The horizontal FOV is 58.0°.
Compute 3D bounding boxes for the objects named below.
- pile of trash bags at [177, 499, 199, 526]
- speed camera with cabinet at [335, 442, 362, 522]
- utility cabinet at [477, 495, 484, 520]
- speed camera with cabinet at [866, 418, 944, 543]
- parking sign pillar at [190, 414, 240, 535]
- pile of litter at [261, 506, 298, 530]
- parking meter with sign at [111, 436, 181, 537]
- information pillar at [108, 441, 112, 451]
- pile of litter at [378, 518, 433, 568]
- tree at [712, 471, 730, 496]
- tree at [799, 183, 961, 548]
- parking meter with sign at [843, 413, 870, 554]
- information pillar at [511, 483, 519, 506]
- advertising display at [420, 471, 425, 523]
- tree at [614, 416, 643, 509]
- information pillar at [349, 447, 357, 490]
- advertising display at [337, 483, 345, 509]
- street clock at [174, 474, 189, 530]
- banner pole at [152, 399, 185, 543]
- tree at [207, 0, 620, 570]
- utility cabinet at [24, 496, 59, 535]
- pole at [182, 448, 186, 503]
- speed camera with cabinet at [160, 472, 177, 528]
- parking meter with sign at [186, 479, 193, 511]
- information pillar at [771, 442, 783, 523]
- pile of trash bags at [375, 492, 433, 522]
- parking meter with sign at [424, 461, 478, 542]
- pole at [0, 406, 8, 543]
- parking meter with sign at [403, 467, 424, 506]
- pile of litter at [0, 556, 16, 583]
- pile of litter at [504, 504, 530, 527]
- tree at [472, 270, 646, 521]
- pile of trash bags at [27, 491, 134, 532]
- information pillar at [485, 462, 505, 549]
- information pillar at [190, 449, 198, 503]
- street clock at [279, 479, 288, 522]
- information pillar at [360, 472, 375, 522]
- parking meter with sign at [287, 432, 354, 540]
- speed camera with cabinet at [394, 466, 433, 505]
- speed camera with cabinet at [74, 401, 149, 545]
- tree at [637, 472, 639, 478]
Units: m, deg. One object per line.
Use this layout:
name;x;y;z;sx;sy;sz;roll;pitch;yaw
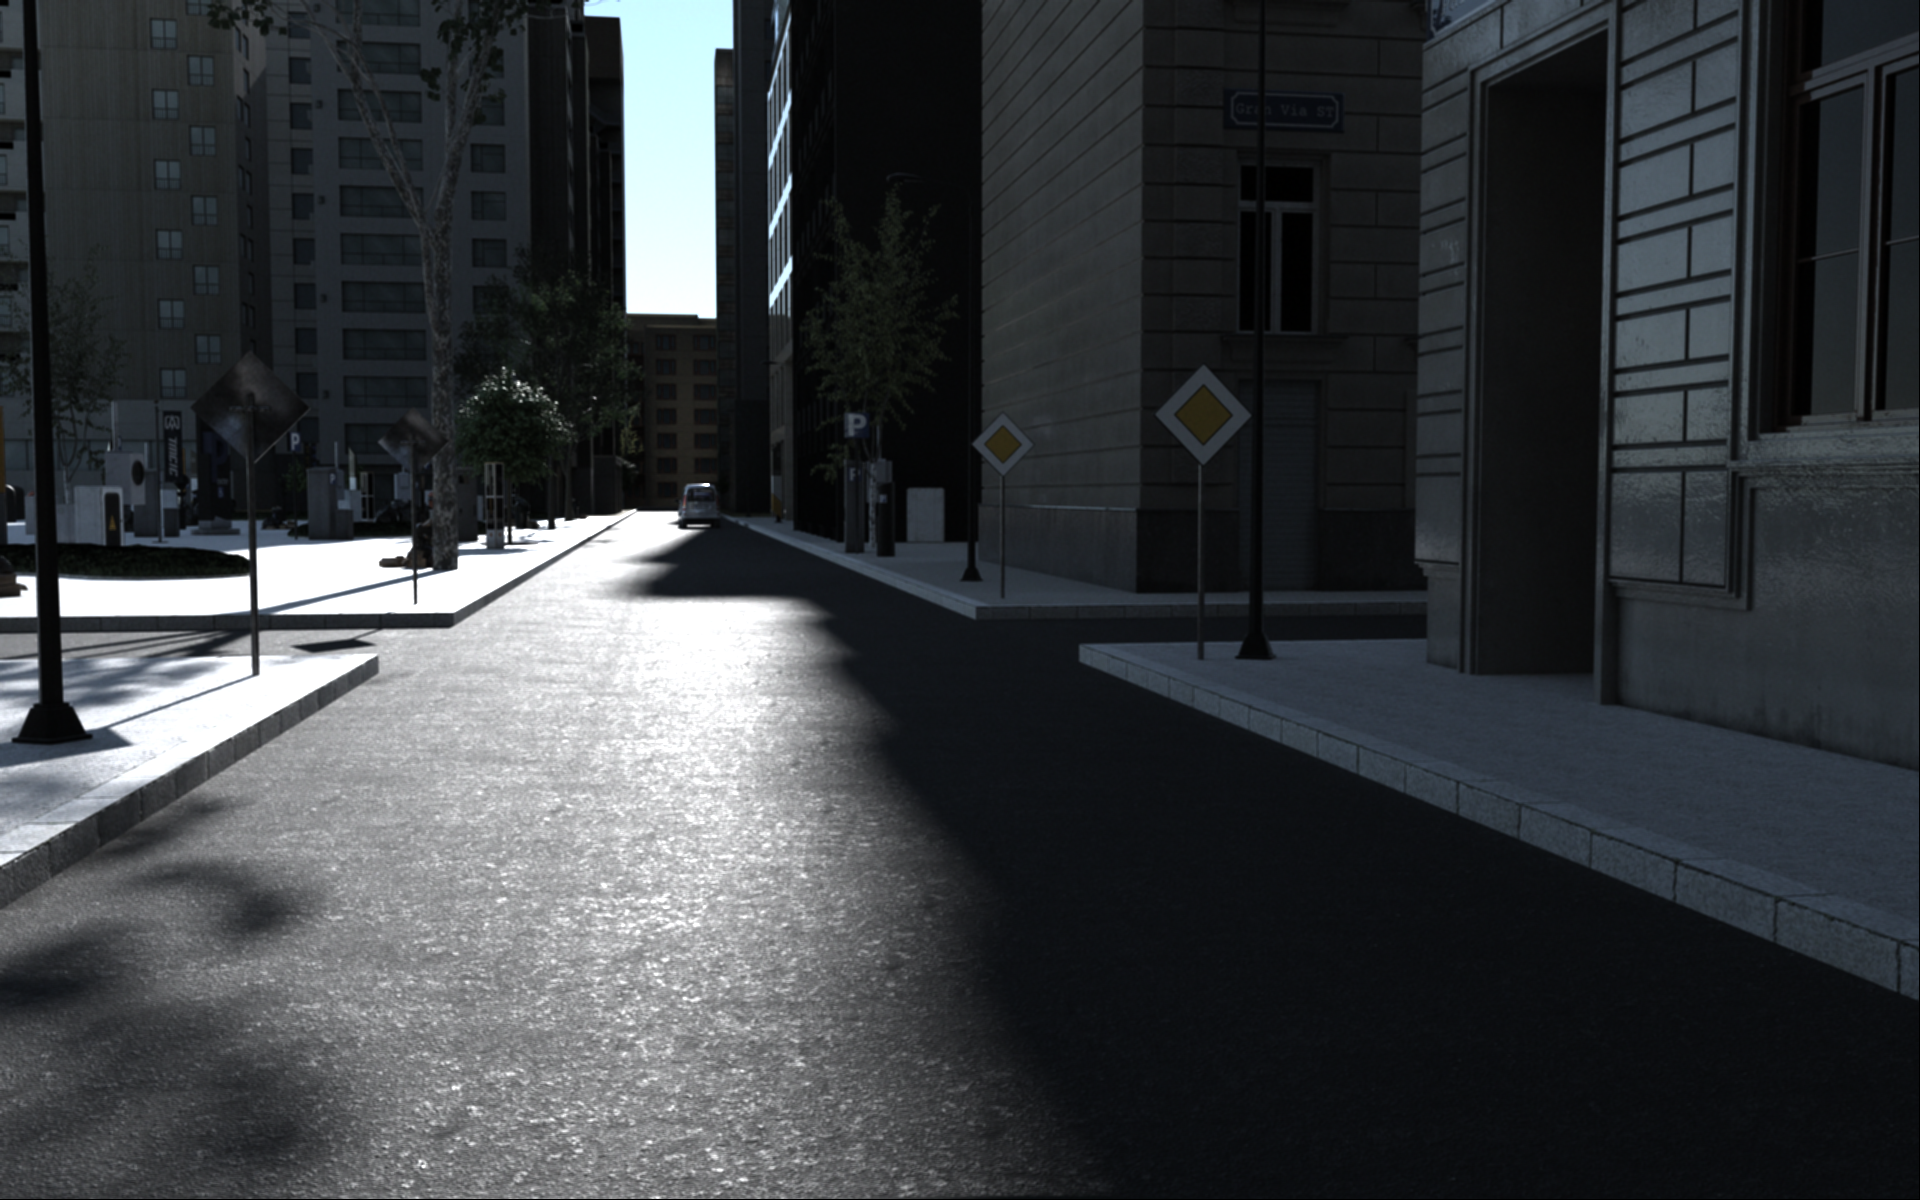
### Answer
pile of trash bags;-30.949;-3.695;70.161;3.447;1.369;1.912;2;4;30
speed camera with cabinet;-23.630;-4.403;66.332;0.660;3.252;2.038;1;4;11
utility cabinet;-22.344;-4.253;80.692;0.306;1.237;1.020;-1;4;-12
speed camera with cabinet;-1.435;-3.133;45.558;2.038;3.252;0.660;0;4;-1
parking sign pillar;-23.482;-4.039;54.511;1.447;3.967;1.447;0;4;5
pile of litter;-24.705;-3.008;63.145;1.719;0.858;1.176;-3;5;-39
parking meter with sign;-24.257;-3.388;51.658;1.738;3.016;0.543;0;4;-6
information pillar;-37.415;-5.196;76.303;0.183;3.616;0.504;-3;4;-37
pile of litter;-9.612;-1.009;30.464;1.176;0.858;1.719;-2;4;-27
tree;-20.153;-9.277;146.288;1.663;3.219;1.824;0;3;0
tree;-2.075;-5.575;41.507;4.737;8.622;4.395;0;3;0
parking meter with sign;-2.298;-2.548;37.925;0.543;3.016;1.738;0;4;-6
information pillar;-23.563;-5.334;91.702;0.304;2.012;0.304;1;4;10
advertising display;-15.244;-2.686;49.133;0.123;1.923;0.974;-1;4;-17
tree;-29.688;-12.367;152.561;4.360;8.622;3.978;0;3;0
information pillar;-30.036;-5.770;85.696;0.504;3.616;0.183;3;4;37
advertising display;-32.391;-5.179;89.887;0.974;1.923;0.123;1;4;9
street clock;-28.135;-3.550;62.609;0.471;2.002;0.358;0;4;-4
banner pole;-20.928;-3.407;45.728;0.863;3.779;0.401;-3;5;-41
tree;-10.079;-10.608;29.327;12.611;20.169;13.585;0;3;0
utility cabinet;-29.001;-2.664;54.714;1.020;1.237;0.306;1;4;10
pole;-34.699;-5.113;77.435;0.158;3.312;0.155;0;3;0
speed camera with cabinet;-30.644;-4.402;66.304;0.660;3.252;2.038;-3;5;-44
parking meter with sign;-39.074;-5.558;87.136;0.543;3.016;1.738;-3;5;-41
information pillar;-8.224;-5.284;77.752;0.504;3.616;0.183;-3;5;-41
pile of trash bags;-21.749;-3.630;69.102;1.912;1.369;3.447;1;4;15
parking meter with sign;-13.488;-3.096;46.878;0.543;3.016;1.738;3;5;45
pole;-22.292;-2.839;40.254;0.158;3.312;0.155;0;3;0
parking meter with sign;-26.532;-5.347;83.677;1.738;3.016;0.543;1;4;13
pile of litter;-13.587;-0.578;23.423;1.176;0.858;1.719;3;4;37
pile of litter;-19.513;-3.665;73.881;1.719;0.858;1.176;1;4;19
tree;-18.574;-9.512;81.271;9.928;11.665;9.643;0;3;0
pile of trash bags;-29.590;-2.977;58.429;3.447;1.369;1.912;-1;4;-17
information pillar;-10.831;-2.192;40.332;0.304;2.012;0.304;2;4;27
information pillar;-40.063;-6.082;90.796;0.504;3.616;0.183;0;4;-1
street clock;-31.536;-4.660;80.761;0.358;2.002;0.471;-1;4;-21
information pillar;-19.836;-3.272;57.996;0.304;2.012;0.304;2;4;28
parking meter with sign;-17.860;-3.193;48.470;1.738;3.016;0.543;1;4;11
speed camera with cabinet;-23.400;-4.935;75.020;2.038;3.252;0.660;-2;4;-27
speed camera with cabinet;-17.830;-2.570;36.351;0.660;3.252;2.038;0;4;-1
tree;-28.617;-9.893;145.471;4.285;4.588;4.351;0;3;0
